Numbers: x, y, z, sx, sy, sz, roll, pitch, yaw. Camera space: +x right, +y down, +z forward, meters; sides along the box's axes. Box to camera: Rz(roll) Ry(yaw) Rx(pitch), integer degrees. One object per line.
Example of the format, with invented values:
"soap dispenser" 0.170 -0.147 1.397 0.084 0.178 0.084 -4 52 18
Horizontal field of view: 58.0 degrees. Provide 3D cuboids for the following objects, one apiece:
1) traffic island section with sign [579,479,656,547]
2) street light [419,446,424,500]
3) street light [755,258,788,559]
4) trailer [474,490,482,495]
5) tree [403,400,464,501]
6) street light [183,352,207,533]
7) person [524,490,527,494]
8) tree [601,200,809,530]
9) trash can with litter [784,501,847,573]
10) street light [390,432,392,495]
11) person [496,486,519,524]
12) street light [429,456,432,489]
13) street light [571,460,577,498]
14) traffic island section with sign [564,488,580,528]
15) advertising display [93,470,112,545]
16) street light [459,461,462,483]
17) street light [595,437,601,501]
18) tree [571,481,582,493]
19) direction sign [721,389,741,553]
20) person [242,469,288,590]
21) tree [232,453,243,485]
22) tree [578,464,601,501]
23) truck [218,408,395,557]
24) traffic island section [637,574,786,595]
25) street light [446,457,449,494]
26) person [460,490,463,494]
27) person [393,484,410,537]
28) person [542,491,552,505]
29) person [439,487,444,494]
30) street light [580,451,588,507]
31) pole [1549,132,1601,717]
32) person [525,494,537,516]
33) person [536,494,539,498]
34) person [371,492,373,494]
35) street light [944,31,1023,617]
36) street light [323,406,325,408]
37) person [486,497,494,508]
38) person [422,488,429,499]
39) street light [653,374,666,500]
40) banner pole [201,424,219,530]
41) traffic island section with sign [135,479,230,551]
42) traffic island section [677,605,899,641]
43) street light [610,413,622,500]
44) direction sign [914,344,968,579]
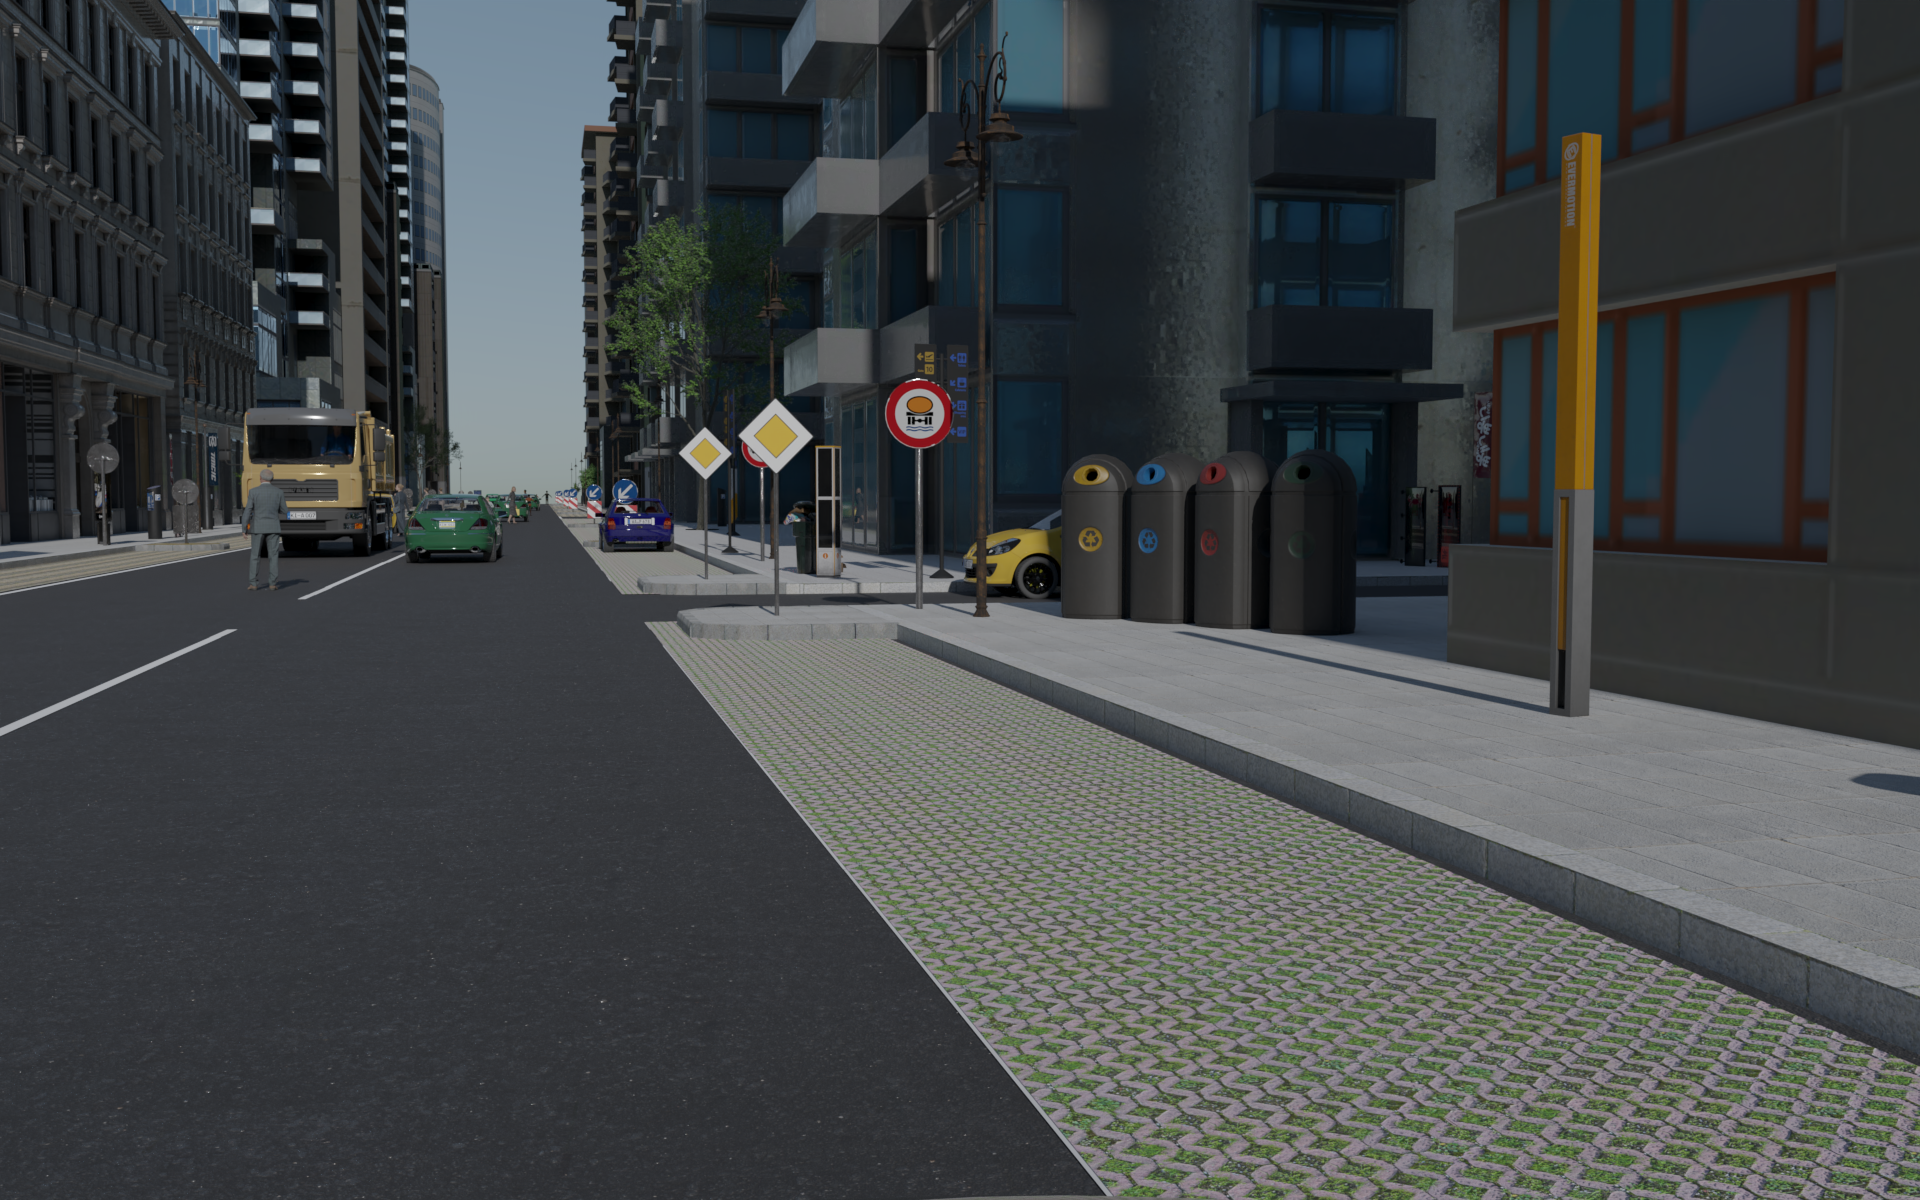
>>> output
"traffic island section with sign" -9.254 -2.358 47.187 1.989 1.847 2.006 -1 4 -14
"street light" -50.574 -11.609 162.586 0.468 5.910 1.993 -1 4 -14
"street light" -3.693 -3.747 34.050 0.468 5.910 1.993 -1 4 -14
"trailer" -69.685 -14.867 250.125 1.471 1.999 3.904 -1 4 -12
"tree" -53.036 -14.428 170.311 8.767 10.594 7.601 -1 4 -13
"street light" -24.834 -5.112 56.371 0.468 5.910 1.993 -1 4 -14
"person" -38.915 -8.956 154.900 0.705 1.831 1.348 -1 4 -12
"tree" -9.034 -8.281 61.157 9.928 11.665 9.643 0 3 0
"trash can with litter" -2.328 -1.022 28.103 0.624 1.170 1.055 2 4 29
"street light" -42.680 -9.615 129.988 0.468 5.910 1.993 -1 4 -14
"person" -21.536 -4.492 82.163 0.699 1.804 1.509 3 5 43
"street light" -54.513 -12.583 178.514 0.468 5.910 1.993 -1 4 -14
"street light" -49.139 -15.219 221.624 0.468 5.910 1.993 -1 4 -14
"traffic island section with sign" -15.799 -4.011 74.206 1.989 1.847 2.006 -1 4 -14
"advertising display" -21.692 -2.362 43.837 0.123 1.923 0.974 -3 5 -43
"street light" -70.251 -16.569 243.694 0.468 5.910 1.993 -1 4 -14
"street light" -29.514 -10.295 141.108 0.468 5.910 1.993 -1 4 -14
"tree" -55.492 -15.612 249.855 1.663 3.219 1.824 0 3 0
"direction sign" -5.027 -2.798 37.751 0.379 3.537 0.876 -1 4 -21
"person" -10.397 -1.053 25.887 0.661 1.801 0.590 -2 4 -32
"tree" -28.120 -4.570 69.321 1.663 3.219 1.824 0 3 0
"tree" -39.091 -12.289 184.632 4.285 4.588 4.351 0 3 0
"truck" -15.309 -2.797 41.651 3.469 3.379 9.791 -1 4 -14
"traffic island section" -3.792 -0.230 26.045 2.009 0.180 2.903 -1 4 -14
"street light" -62.535 -14.601 211.507 0.468 5.910 1.993 -1 4 -14
"person" -40.129 -7.988 139.840 0.721 1.736 1.217 -1 4 -20
"person" -18.642 -2.993 57.864 0.534 1.772 0.576 0 4 -1
"person" -52.364 -12.930 219.529 1.348 1.869 0.705 -1 4 -23
"person" -27.638 -5.100 92.224 0.374 1.781 0.599 0 4 6
"street light" -37.518 -12.276 173.508 0.468 5.910 1.993 -1 4 -14
"pole" 3.534 -0.985 9.948 0.158 3.312 0.155 0 3 0
"person" -28.484 -6.281 114.454 1.065 1.426 0.557 -1 4 -22
"person" -57.069 -13.559 233.450 1.065 1.426 0.557 2 4 27
"person" -26.546 -4.227 77.735 0.709 1.813 0.853 0 4 6
"street light" 0.224 -2.761 17.937 0.468 5.910 1.993 -1 4 -14
"street light" -32.799 -7.138 89.495 0.468 5.910 1.993 -1 4 -14
"person" -20.962 -3.934 77.106 0.425 1.301 0.394 0 4 -1
"person" -29.488 -5.304 95.553 0.374 1.781 0.599 -2 4 -27
"street light" -11.625 -5.756 66.893 0.468 5.910 1.993 -1 4 -14
"banner pole" -26.865 -4.408 62.089 0.401 3.779 0.863 1 4 16
"traffic island section with sign" -19.847 -2.183 44.316 1.989 1.847 2.006 -1 4 -14
"traffic island section" -1.913 0.244 18.284 2.009 0.180 2.903 -1 4 -14
"street light" -19.534 -7.723 99.051 0.468 5.910 1.993 -1 4 -14
"direction sign" -0.279 -2.099 26.316 0.876 3.537 0.379 -2 4 -24
